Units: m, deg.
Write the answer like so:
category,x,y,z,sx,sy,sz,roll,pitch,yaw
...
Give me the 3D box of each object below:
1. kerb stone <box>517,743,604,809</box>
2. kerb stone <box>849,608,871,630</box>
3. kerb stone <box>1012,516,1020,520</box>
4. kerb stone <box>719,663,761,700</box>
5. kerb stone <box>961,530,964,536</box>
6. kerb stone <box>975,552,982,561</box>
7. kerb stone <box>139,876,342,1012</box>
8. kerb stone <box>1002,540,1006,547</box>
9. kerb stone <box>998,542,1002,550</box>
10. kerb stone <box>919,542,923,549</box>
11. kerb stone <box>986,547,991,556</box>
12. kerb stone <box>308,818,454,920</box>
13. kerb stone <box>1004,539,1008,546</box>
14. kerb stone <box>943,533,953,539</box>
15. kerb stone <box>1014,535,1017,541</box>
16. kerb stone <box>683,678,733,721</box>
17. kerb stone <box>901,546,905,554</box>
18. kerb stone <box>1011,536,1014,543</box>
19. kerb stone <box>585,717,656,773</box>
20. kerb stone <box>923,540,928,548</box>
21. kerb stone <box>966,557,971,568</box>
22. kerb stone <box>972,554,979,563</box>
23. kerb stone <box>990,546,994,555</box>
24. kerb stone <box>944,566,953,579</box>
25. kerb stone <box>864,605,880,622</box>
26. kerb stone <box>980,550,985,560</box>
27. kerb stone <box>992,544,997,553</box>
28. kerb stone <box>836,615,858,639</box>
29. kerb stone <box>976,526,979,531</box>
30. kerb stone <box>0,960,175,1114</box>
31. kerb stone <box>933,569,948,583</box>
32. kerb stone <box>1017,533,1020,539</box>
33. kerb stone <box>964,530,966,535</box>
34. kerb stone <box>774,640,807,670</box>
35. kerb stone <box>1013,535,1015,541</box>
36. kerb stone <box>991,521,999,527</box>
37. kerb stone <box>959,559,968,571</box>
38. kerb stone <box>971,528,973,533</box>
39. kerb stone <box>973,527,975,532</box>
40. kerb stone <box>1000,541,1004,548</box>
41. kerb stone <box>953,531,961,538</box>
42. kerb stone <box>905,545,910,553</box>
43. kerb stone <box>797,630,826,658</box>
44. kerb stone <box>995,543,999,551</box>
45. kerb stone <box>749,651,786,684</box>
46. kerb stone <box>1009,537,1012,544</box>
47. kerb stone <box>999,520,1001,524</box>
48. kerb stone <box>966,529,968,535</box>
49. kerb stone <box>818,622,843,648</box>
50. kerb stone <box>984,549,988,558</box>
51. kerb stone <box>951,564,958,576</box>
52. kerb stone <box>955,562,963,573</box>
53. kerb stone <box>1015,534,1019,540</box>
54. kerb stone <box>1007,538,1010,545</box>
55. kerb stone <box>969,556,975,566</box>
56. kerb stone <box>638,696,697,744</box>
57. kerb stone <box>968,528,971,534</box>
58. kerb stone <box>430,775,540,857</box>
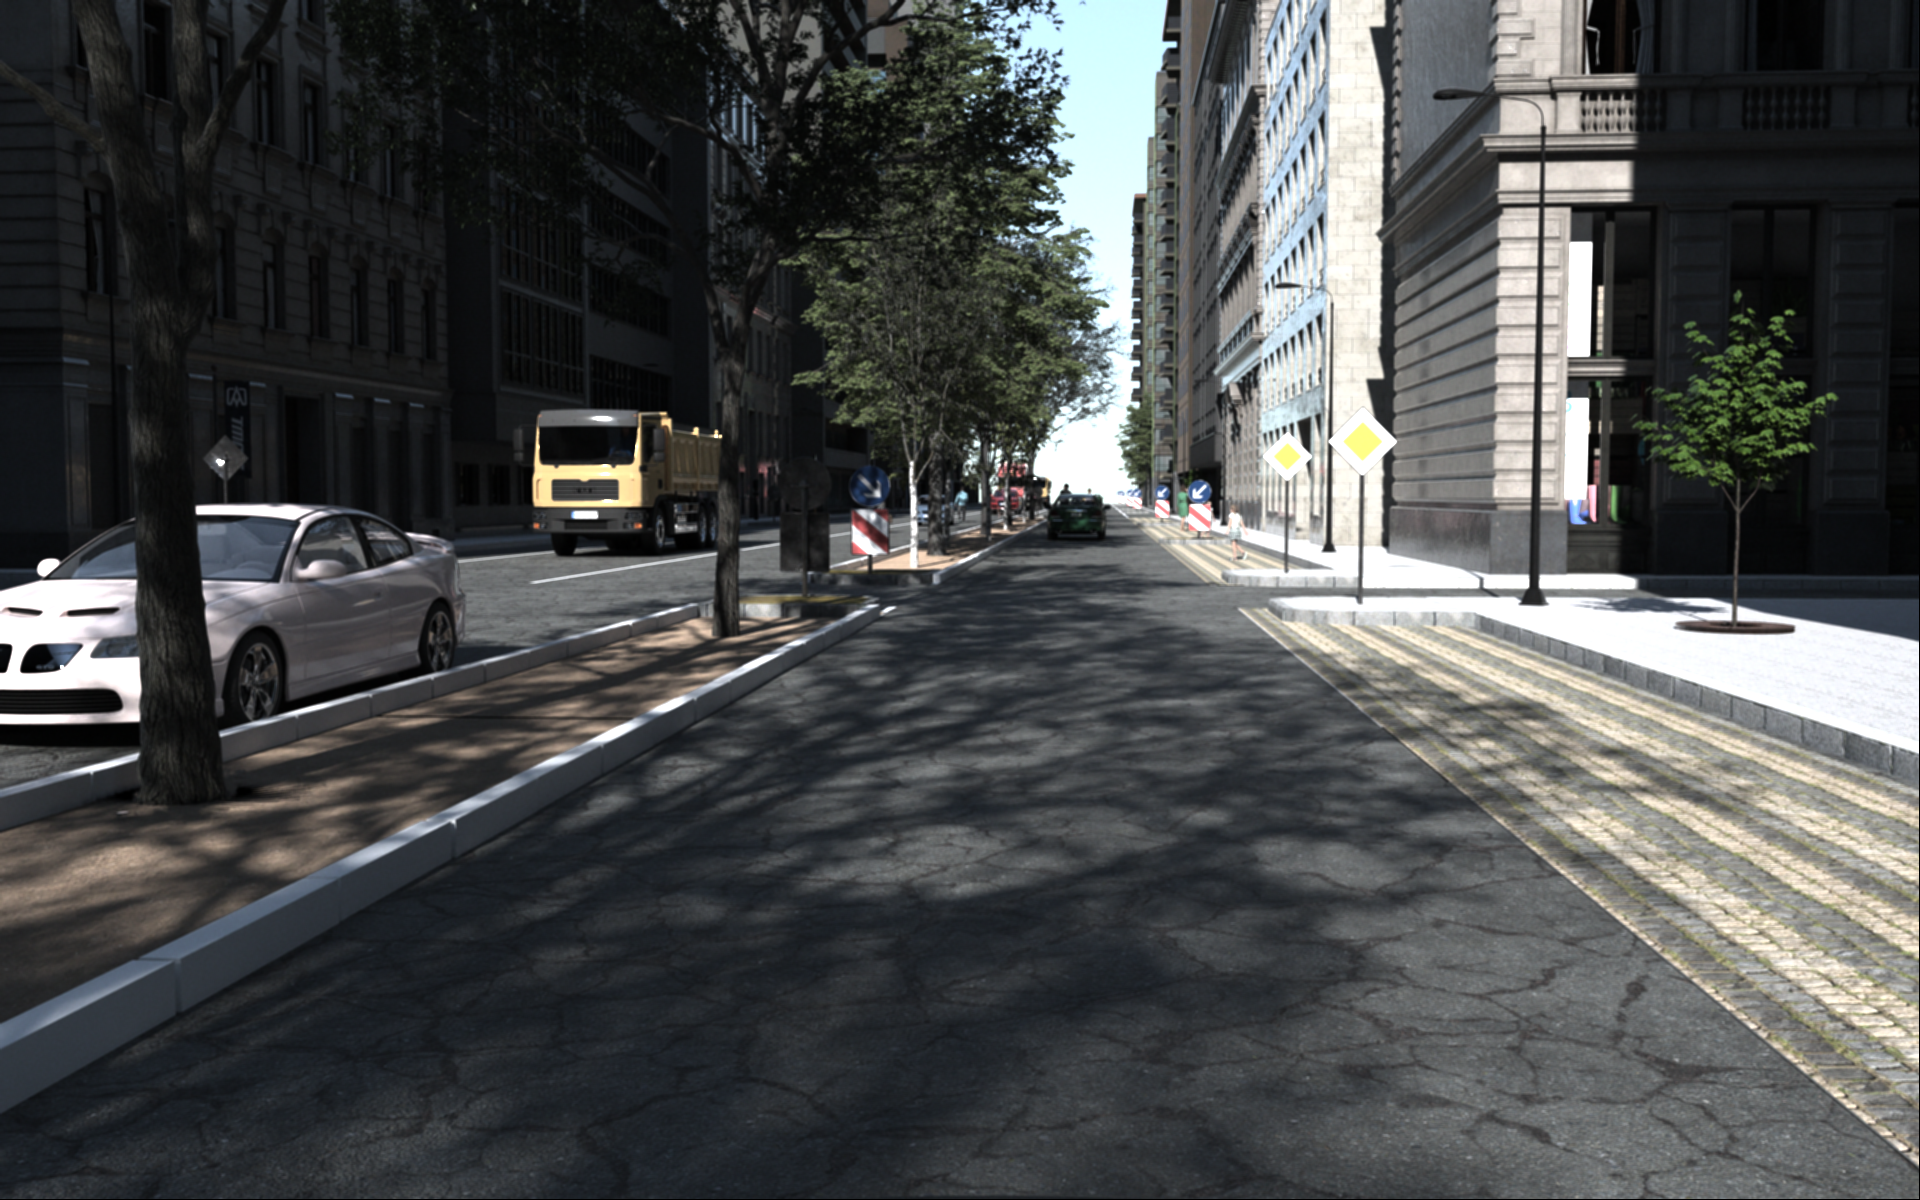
category,x,y,z,sx,sy,sz,roll,pitch,yaw
kerb stone,-1.930,0.847,8.346,0.120,0.150,1.000,0,4,5
kerb stone,-1.111,0.222,18.561,0.120,0.150,1.000,0,4,5
kerb stone,3.206,-4.695,98.951,0.120,0.150,1.000,0,4,5
kerb stone,-1.600,0.597,12.427,0.120,0.150,1.000,0,4,5
kerb stone,-0.060,-2.195,58.081,0.120,0.150,1.000,0,4,5
kerb stone,0.325,-0.873,36.473,0.120,0.150,1.000,0,4,5
kerb stone,-2.172,1.034,5.287,0.120,0.150,1.000,0,4,5
kerb stone,1.055,-1.436,45.671,0.120,0.150,1.000,0,4,5
kerb stone,0.899,-1.310,43.618,0.120,0.150,1.000,0,4,5
kerb stone,-1.123,-1.382,44.786,0.120,0.150,1.000,0,4,5
kerb stone,0.561,-1.060,39.530,0.120,0.150,1.000,0,4,5
kerb stone,-2.097,0.973,6.306,0.120,0.150,1.000,0,4,5
kerb stone,1.136,-1.498,46.695,0.120,0.150,1.000,0,4,5
kerb stone,-0.386,-1.942,53.985,0.120,0.150,1.000,0,4,5
kerb stone,1.541,-1.804,51.804,0.120,0.150,1.000,0,4,5
kerb stone,-1.680,0.662,11.408,0.120,0.150,1.000,0,4,5
kerb stone,-1.456,-1.132,40.702,0.120,0.150,1.000,0,4,5
kerb stone,1.384,-1.685,49.765,0.120,0.150,1.000,0,4,5
kerb stone,-1.845,0.785,9.366,0.120,0.150,1.000,0,4,5
kerb stone,-0.954,-1.505,46.831,0.120,0.150,1.000,0,4,5
kerb stone,0.075,-0.685,33.387,0.120,0.150,1.000,0,4,5
kerb stone,0.234,-0.806,35.444,0.120,0.150,1.000,0,4,5
kerb stone,0.650,-1.119,40.557,0.120,0.150,1.000,0,4,5
kerb stone,-0.256,-0.432,29.303,0.120,0.150,1.000,0,4,5
kerb stone,-1.030,0.160,19.582,0.120,0.150,1.000,0,4,5
kerb stone,0.400,-0.935,37.492,0.120,0.150,1.000,0,4,5
kerb stone,0.727,-1.185,41.576,0.120,0.150,1.000,0,4,5
kerb stone,-1.184,0.286,17.541,0.120,0.150,1.000,0,4,5
kerb stone,0.513,-2.631,65.232,0.120,0.150,1.000,0,4,5
kerb stone,-2.257,1.097,4.268,0.120,0.150,1.000,0,4,5
kerb stone,-0.335,-0.372,28.281,0.120,0.150,1.000,0,4,5
kerb stone,1.706,-1.934,53.852,0.120,0.150,1.000,0,4,5
kerb stone,0.015,-2.257,59.100,0.120,0.150,1.000,0,4,5
kerb stone,-1.444,0.473,14.469,0.120,0.150,1.000,0,4,5
kerb stone,1.465,-1.740,50.785,0.120,0.150,1.000,0,4,5
kerb stone,1.567,-3.445,78.513,0.120,0.150,1.000,0,4,5
kerb stone,-0.002,-0.622,32.368,0.120,0.150,1.000,0,4,5
kerb stone,0.272,-2.445,62.173,0.120,0.150,1.000,0,4,5
kerb stone,0.346,-2.508,63.195,0.120,0.150,1.000,0,4,5
kerb stone,0.975,-1.373,44.650,0.120,0.150,1.000,0,4,5
kerb stone,-0.144,-2.133,57.062,0.120,0.150,1.000,0,4,5
kerb stone,-1.368,-1.194,41.730,0.120,0.150,1.000,0,4,5
kerb stone,-1.360,0.410,15.493,0.120,0.150,1.000,0,4,5
kerb stone,0.820,-1.244,42.599,0.120,0.150,1.000,0,4,5
kerb stone,-1.524,0.535,13.447,0.120,0.150,1.000,0,4,5
kerb stone,1.302,-1.623,48.739,0.120,0.150,1.000,0,4,5
kerb stone,1.660,-3.507,79.540,0.120,0.150,1.000,0,4,5
kerb stone,0.100,-2.319,60.119,0.120,0.150,1.000,0,4,5
kerb stone,-1.273,0.348,16.511,0.120,0.150,1.000,0,4,5
kerb stone,0.477,-0.995,38.512,0.120,0.150,1.000,0,4,5
kerb stone,-0.171,-0.497,30.328,0.120,0.150,1.000,0,4,5
kerb stone,-0.084,-0.556,31.350,0.120,0.150,1.000,0,4,5
kerb stone,1.630,-1.874,52.830,0.120,0.150,1.000,0,4,5
kerb stone,1.218,-1.561,47.721,0.120,0.150,1.000,0,4,5
kerb stone,0.157,-0.739,34.417,0.120,0.150,1.000,0,4,5
kerb stone,-1.767,0.722,10.385,0.120,0.150,1.000,0,4,5
kerb stone,0.192,-2.382,61.142,0.120,0.150,1.000,0,4,5
kerb stone,-2.006,0.909,7.327,0.120,0.150,1.000,0,4,5
